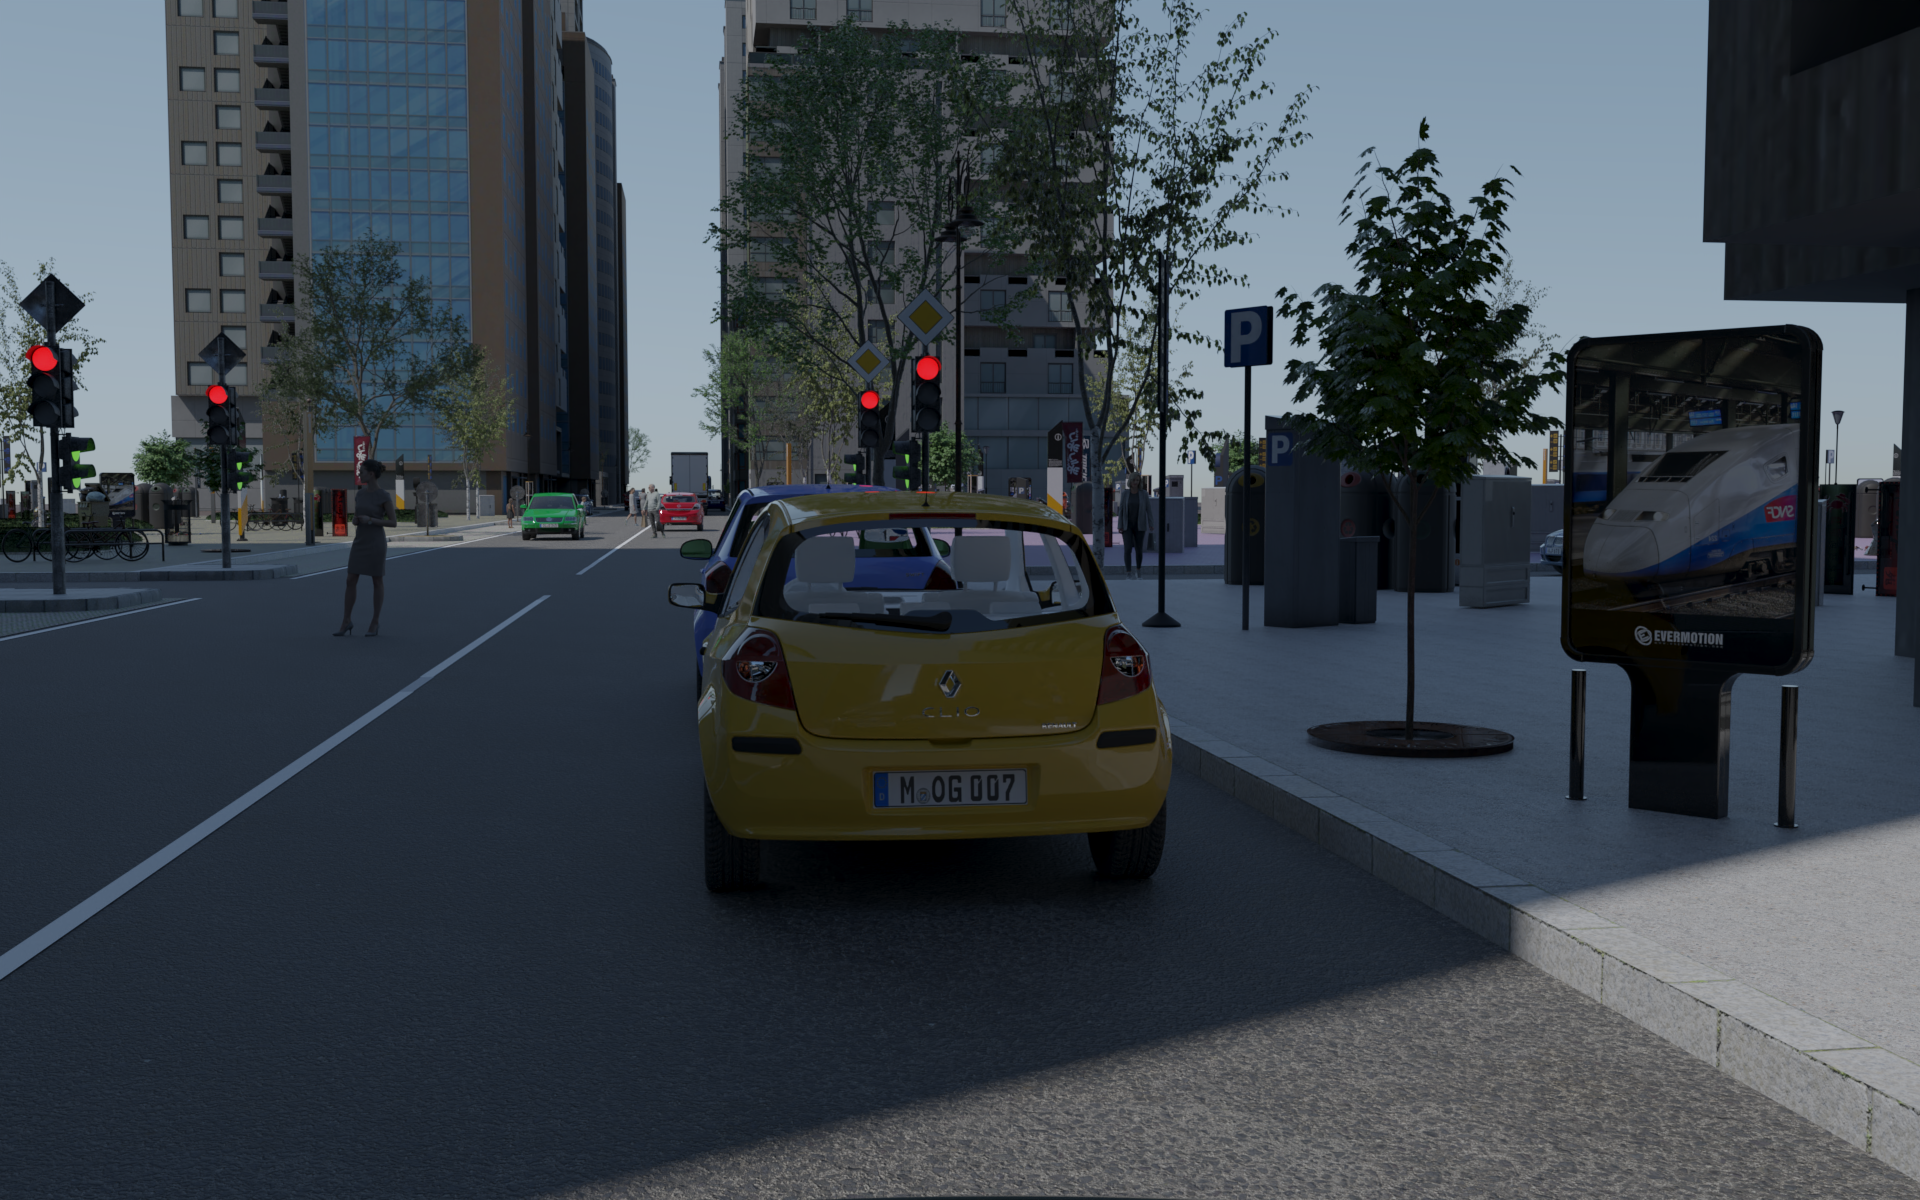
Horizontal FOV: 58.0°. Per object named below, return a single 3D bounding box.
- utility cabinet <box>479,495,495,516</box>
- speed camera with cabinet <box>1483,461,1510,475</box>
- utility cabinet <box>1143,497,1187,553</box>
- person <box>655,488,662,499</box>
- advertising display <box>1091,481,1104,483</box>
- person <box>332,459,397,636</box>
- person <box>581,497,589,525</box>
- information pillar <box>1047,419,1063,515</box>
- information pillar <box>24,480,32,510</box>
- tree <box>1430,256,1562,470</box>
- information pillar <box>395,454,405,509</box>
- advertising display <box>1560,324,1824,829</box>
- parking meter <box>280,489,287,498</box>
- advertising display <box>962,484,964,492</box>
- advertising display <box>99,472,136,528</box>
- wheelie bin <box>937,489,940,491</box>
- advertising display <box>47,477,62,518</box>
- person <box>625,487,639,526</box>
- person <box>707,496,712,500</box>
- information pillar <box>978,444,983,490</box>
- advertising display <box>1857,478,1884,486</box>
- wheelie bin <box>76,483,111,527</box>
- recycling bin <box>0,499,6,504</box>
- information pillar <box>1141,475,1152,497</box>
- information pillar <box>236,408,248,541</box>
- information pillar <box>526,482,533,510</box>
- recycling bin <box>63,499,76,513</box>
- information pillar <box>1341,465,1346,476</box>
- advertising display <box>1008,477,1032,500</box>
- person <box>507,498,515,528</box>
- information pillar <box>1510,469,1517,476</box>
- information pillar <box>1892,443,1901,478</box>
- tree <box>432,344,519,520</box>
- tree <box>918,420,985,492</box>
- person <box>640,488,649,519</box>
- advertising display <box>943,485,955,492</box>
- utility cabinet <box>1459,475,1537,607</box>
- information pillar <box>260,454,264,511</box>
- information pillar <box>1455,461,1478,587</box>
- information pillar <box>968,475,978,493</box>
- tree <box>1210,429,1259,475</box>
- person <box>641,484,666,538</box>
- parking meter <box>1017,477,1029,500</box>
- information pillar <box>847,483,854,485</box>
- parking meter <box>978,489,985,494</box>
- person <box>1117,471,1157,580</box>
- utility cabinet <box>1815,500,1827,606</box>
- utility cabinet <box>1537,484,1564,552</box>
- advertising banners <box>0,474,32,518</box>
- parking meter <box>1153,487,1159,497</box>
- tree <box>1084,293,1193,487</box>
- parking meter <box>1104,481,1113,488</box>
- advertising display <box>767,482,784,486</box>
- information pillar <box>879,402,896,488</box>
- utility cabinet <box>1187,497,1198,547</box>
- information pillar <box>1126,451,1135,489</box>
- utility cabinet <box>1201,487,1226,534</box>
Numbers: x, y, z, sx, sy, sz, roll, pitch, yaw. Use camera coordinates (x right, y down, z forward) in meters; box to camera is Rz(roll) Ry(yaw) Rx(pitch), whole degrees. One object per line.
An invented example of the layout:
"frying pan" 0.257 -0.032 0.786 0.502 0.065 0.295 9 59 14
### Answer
"utility cabinet" -27.661 -5.500 101.083 0.306 1.237 1.020 3 5 39
"speed camera with cabinet" 13.930 -3.122 45.377 0.660 3.252 2.038 2 4 28
"utility cabinet" 4.392 -1.640 37.970 1.020 1.237 0.306 1 4 16
"person" -20.781 -6.738 118.676 1.348 1.824 0.705 2 4 34
"advertising display" 6.517 -4.629 80.895 0.974 1.923 0.123 3 5 41
"person" -6.004 -0.527 17.465 0.599 1.781 0.374 1 4 19
"person" -17.291 -4.072 79.321 0.590 1.304 0.306 -2 4 -26
"information pillar" 2.998 -3.853 54.352 0.504 3.616 0.183 0 4 -5
"information pillar" -49.531 -5.357 92.075 0.304 2.012 0.304 -2 4 -30
"tree" 15.986 -6.268 52.848 4.360 8.622 3.978 0 3 0
"information pillar" -32.481 -6.676 100.512 0.504 3.616 0.183 0 4 6
"advertising display" 2.893 -0.105 6.925 0.123 1.923 0.974 -3 5 -44
"parking meter" -37.516 -5.360 96.040 0.372 1.533 0.369 0 3 0
"advertising display" -0.229 -5.542 95.827 0.974 1.923 0.123 -2 4 -27
"advertising display" -25.062 -2.833 51.532 0.123 1.923 0.974 3 5 45
"wheelie bin" -1.466 -5.958 105.327 0.980 1.594 0.693 -3 5 -41
"advertising display" -34.427 -3.713 65.914 0.123 1.923 0.974 0 4 -4
"person" -14.780 -4.211 78.108 0.466 1.731 0.760 2 4 32
"person" -19.112 -7.347 129.335 1.217 1.736 0.721 0 4 5
"information pillar" 0.968 -5.493 81.161 0.183 3.616 0.504 -1 4 -21
"advertising display" 36.819 -3.970 70.119 0.974 1.923 0.123 1 4 13
"wheelie bin" -24.217 -2.478 48.418 0.980 1.594 0.693 2 4 28
"recycling bin" -54.462 -5.259 98.545 0.722 1.027 0.722 2 4 24
"information pillar" 7.114 -3.766 66.064 0.304 2.012 0.304 2 4 35
"information pillar" -19.612 -3.421 47.295 0.183 3.616 0.504 0 4 -2
"information pillar" -25.388 -5.975 102.175 0.304 2.012 0.304 -3 5 -42
"recycling bin" -49.726 -5.126 96.360 0.722 1.027 0.722 3 4 36
"information pillar" 7.726 -2.637 34.462 0.504 3.616 0.183 0 4 -3
"advertising display" 2.326 -3.785 67.106 0.974 1.923 0.123 -2 4 -27
"person" -18.771 -3.620 72.361 0.362 1.253 0.373 2 4 28
"information pillar" 34.231 -7.086 107.215 0.504 3.616 0.183 3 4 38
"information pillar" 43.294 -5.421 79.992 0.183 3.616 0.504 -2 4 -30
"tree" -23.770 -8.198 84.394 4.737 8.622 4.395 0 3 0
"tree" -0.589 -5.593 75.157 4.285 4.588 4.351 0 3 0
"person" -18.155 -5.585 100.180 0.716 1.782 0.532 1 4 23
"advertising display" -0.554 -5.459 94.464 0.123 1.923 0.974 -3 5 -41
"utility cabinet" 6.129 -0.678 19.768 0.318 1.500 1.173 3 5 43
"information pillar" -40.778 -6.717 101.178 0.183 3.616 0.504 -2 4 -28
"information pillar" 6.986 -1.198 24.078 0.304 2.012 0.304 3 5 39
"information pillar" 0.500 -3.848 67.405 0.304 2.012 0.304 -1 4 -22
"tree" 14.079 -6.317 87.004 4.285 4.588 4.351 0 3 0
"person" -10.002 -2.893 56.287 0.782 1.767 0.515 2 4 28
"parking meter" 2.153 -3.277 59.293 0.399 1.863 0.255 1 4 22
"information pillar" -5.286 -4.849 83.778 0.304 2.012 0.304 0 4 7
"parking meter" 0.946 -4.373 79.904 0.372 1.533 0.369 0 3 0
"person" 2.947 -1.211 28.487 0.709 1.800 0.728 1 4 10
"utility cabinet" 9.474 -0.550 20.148 1.020 1.237 0.306 3 4 36
"utility cabinet" 12.798 -1.779 37.772 1.173 1.500 0.318 2 4 23
"advertising banners" -41.774 -4.896 76.234 0.090 3.025 2.074 1 4 19
"parking meter" 6.221 -2.802 54.221 0.372 1.533 0.369 0 3 0
"tree" 6.357 -6.828 62.008 4.737 8.622 4.395 0 3 0
"parking meter" 6.654 -4.421 77.999 0.399 1.863 0.255 3 5 43
"advertising display" -9.932 -5.385 93.263 0.974 1.923 0.123 -2 4 -23
"information pillar" -1.767 -3.074 41.610 0.504 3.616 0.183 0 4 -7
"utility cabinet" 5.248 -1.888 42.036 1.020 1.237 0.306 -1 4 -17
"information pillar" 9.345 -6.335 94.935 0.504 3.616 0.183 1 4 8
"utility cabinet" 8.207 -2.856 55.380 0.318 1.500 1.173 -2 4 -34
